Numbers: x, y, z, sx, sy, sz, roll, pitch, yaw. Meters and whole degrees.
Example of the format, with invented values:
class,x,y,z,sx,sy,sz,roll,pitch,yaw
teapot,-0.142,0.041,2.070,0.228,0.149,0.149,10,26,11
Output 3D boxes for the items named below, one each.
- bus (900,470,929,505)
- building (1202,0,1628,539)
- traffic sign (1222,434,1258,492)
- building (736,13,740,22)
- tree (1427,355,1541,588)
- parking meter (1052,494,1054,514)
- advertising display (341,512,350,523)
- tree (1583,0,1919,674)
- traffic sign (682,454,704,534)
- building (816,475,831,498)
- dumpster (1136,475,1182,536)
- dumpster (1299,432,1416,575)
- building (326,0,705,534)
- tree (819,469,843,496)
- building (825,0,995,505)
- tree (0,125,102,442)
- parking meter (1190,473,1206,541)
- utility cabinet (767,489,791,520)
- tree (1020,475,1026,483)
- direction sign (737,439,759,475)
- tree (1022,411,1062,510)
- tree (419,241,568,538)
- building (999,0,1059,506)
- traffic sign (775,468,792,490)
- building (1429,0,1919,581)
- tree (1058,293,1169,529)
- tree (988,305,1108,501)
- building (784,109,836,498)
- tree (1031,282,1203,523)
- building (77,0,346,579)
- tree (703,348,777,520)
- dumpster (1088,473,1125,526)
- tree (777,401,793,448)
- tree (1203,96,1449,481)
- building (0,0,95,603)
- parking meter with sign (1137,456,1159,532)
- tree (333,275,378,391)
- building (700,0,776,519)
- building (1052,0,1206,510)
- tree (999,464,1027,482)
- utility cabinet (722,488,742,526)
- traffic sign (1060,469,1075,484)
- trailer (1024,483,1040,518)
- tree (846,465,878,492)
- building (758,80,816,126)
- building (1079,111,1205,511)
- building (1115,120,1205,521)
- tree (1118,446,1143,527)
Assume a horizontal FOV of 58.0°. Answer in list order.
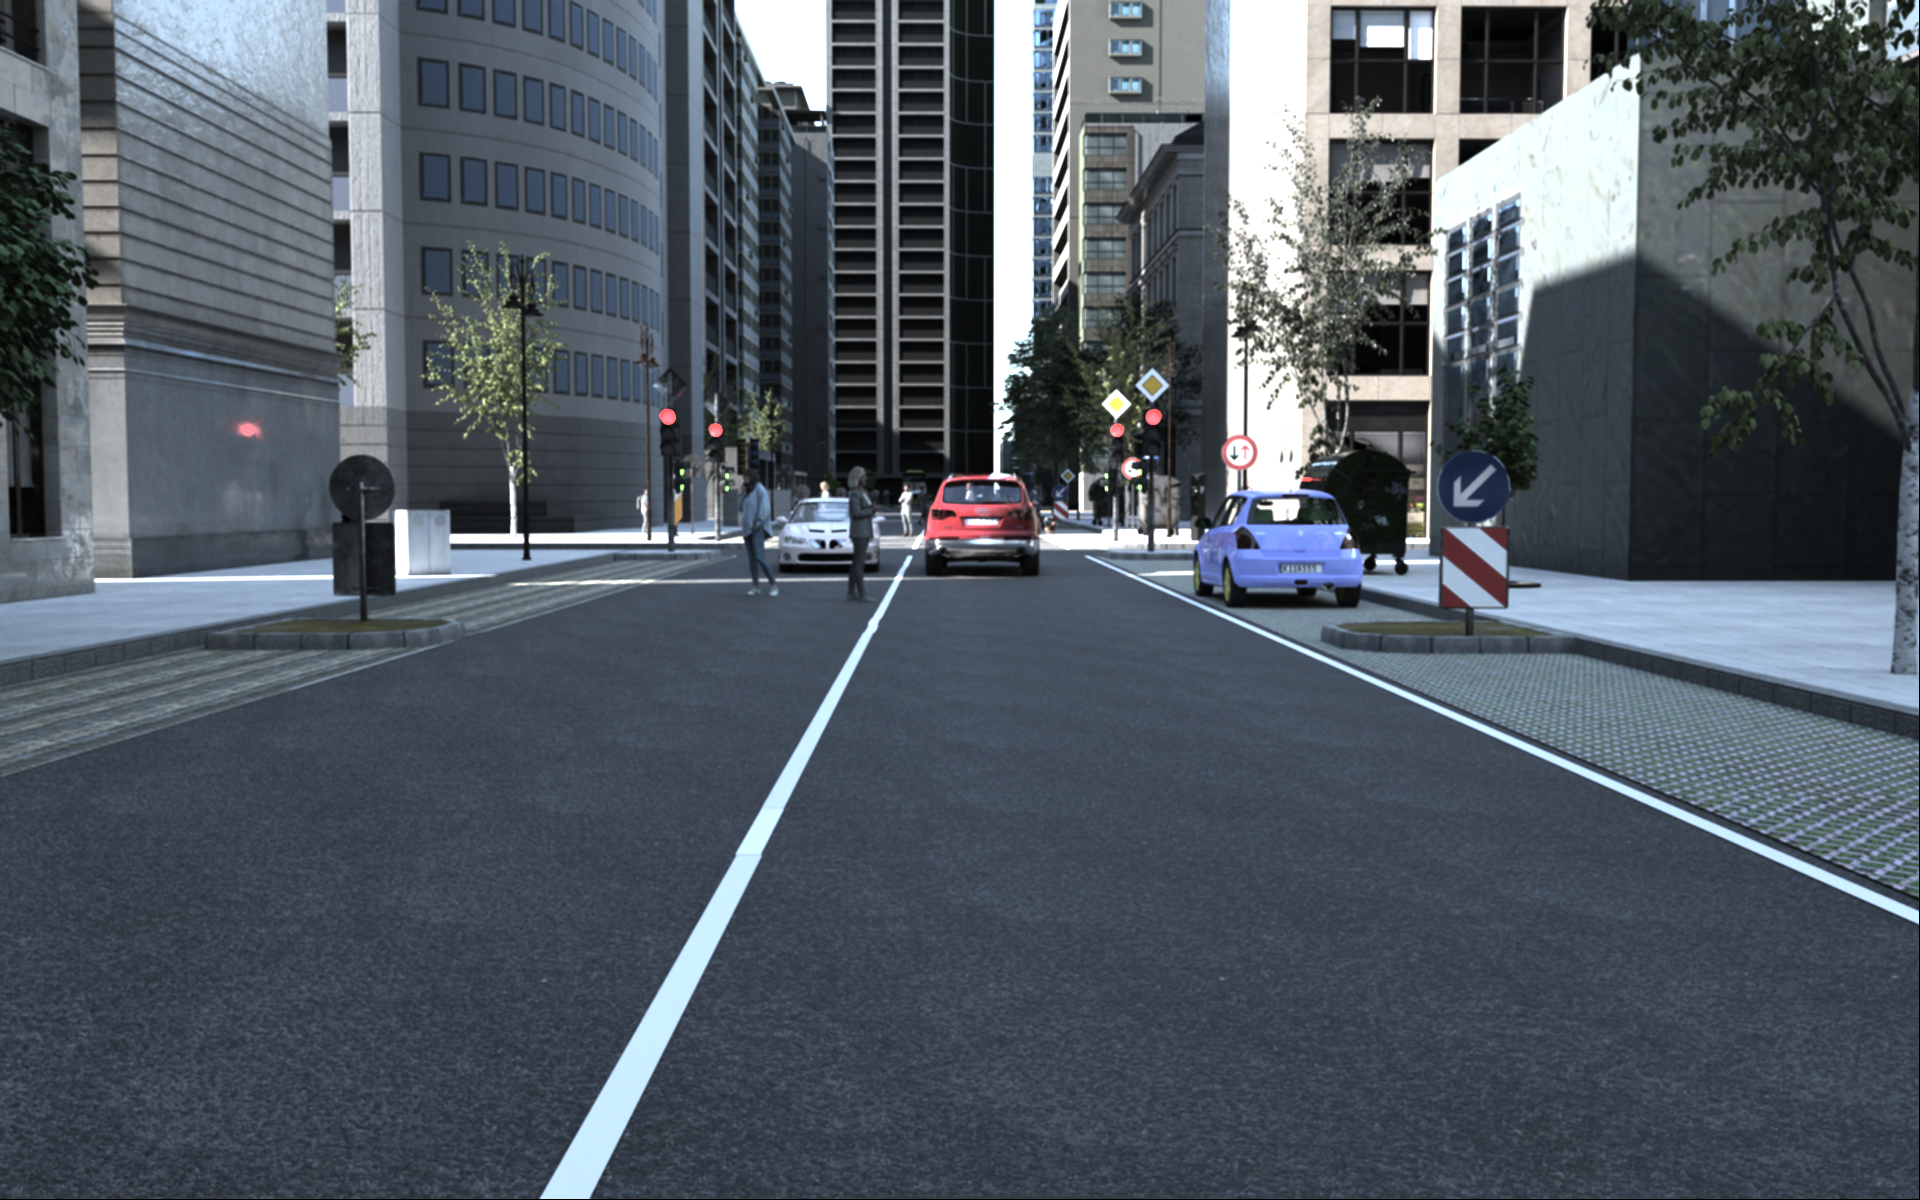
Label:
class,x,y,z,sx,sy,sz,roll,pitch,yaw
bus,-4.760,-11.472,179.120,2.896,3.916,12.252,0,4,-2
building,26.699,-15.552,58.793,34.151,26.468,19.350,0,4,-1
traffic sign,5.986,-2.264,37.131,0.768,2.556,0.104,0,4,6
building,-28.387,-26.979,132.981,32.217,40.220,23.993,0,4,-1
tree,7.642,-1.806,24.133,1.663,3.219,1.824,0,3,0
parking meter,6.147,-6.378,112.688,0.372,1.533,0.369,0,3,0
advertising display,-14.222,-2.087,39.332,0.974,1.923,0.123,-1,4,-20
tree,6.643,-3.791,12.338,4.737,8.622,4.395,0,3,0
traffic sign,-8.514,-3.361,55.053,0.768,2.556,0.104,1,4,9
building,-28.102,-28.457,157.159,32.217,40.220,23.993,0,4,-1
dumpster,6.151,-2.916,53.436,1.264,1.857,1.865,0,4,-1
dumpster,6.444,-1.569,28.139,1.502,2.255,1.985,0,4,-1
building,-22.451,-32.063,66.222,21.231,58.520,28.212,0,4,-1
tree,-9.820,-8.290,130.145,1.663,3.219,1.824,0,3,0
building,-5.932,-47.621,216.856,20.611,71.187,20.563,0,4,-1
tree,-8.288,-1.796,13.086,4.285,4.588,4.351,0,3,0
parking meter,6.478,-2.535,47.166,0.255,1.863,0.399,3,5,45
utility cabinet,-8.758,-4.592,83.752,1.173,1.500,0.318,-2,4,-30
tree,6.082,-10.719,169.856,1.663,3.219,1.824,0,3,0
direction sign,-8.699,-4.839,71.118,0.876,3.537,0.379,-1,4,-16
tree,6.494,-11.441,137.425,4.360,8.622,3.978,0,3,0
tree,-13.069,-6.079,49.750,4.737,8.622,4.395,0,3,0
building,20.526,-55.303,216.877,31.000,86.520,22.319,0,4,-1
traffic sign,-8.644,-5.196,84.953,0.884,2.594,0.081,1,4,8
building,21.070,-43.142,18.043,22.319,86.520,31.000,0,4,-1
tree,5.829,-6.874,62.754,4.737,8.622,4.395,0,3,0
tree,5.452,-11.403,104.570,7.486,12.596,7.792,0,3,0
building,-20.613,-30.765,186.604,14.086,41.232,14.154,0,4,-1
tree,7.266,-8.720,76.992,8.767,10.594,7.601,-1,4,-19
building,-21.495,-11.072,30.178,18.267,20.994,9.793,0,4,-1
tree,-12.435,-8.299,86.045,4.737,8.622,4.395,0,3,0
dumpster,6.086,-4.185,70.924,1.502,2.255,1.985,0,4,0
tree,-13.706,-10.314,119.001,4.737,8.622,4.395,0,3,0
tree,6.658,-4.968,31.583,4.360,8.622,3.978,0,3,0
building,-16.350,-9.707,13.461,10.420,20.320,16.860,0,4,-1
parking meter with sign,6.332,-3.814,58.613,0.543,3.016,1.738,1,4,15
tree,-19.379,-6.146,50.852,4.737,8.622,4.395,0,3,0
building,-21.323,-40.364,98.198,20.563,71.187,20.611,0,4,-1
building,19.445,-32.328,152.259,21.300,48.544,21.600,0,4,-1
tree,5.583,-12.539,188.723,4.285,4.588,4.351,0,3,0
utility cabinet,-8.967,-3.655,68.442,0.318,1.500,1.173,-3,4,-39
traffic sign,5.532,-5.436,88.606,0.795,2.593,0.064,0,4,1
trailer,3.310,-5.001,88.820,1.471,1.999,3.904,0,4,0
tree,-10.940,-13.101,197.921,4.285,4.588,4.351,0,3,0
building,-30.529,-38.682,221.683,27.495,52.752,28.713,0,4,-1
building,16.079,-22.199,134.659,14.160,30.474,14.107,0,4,-1
building,14.528,-15.344,101.788,10.553,20.767,40.483,0,4,-1
tree,6.906,-4.492,68.043,1.663,3.219,1.824,0,3,0
